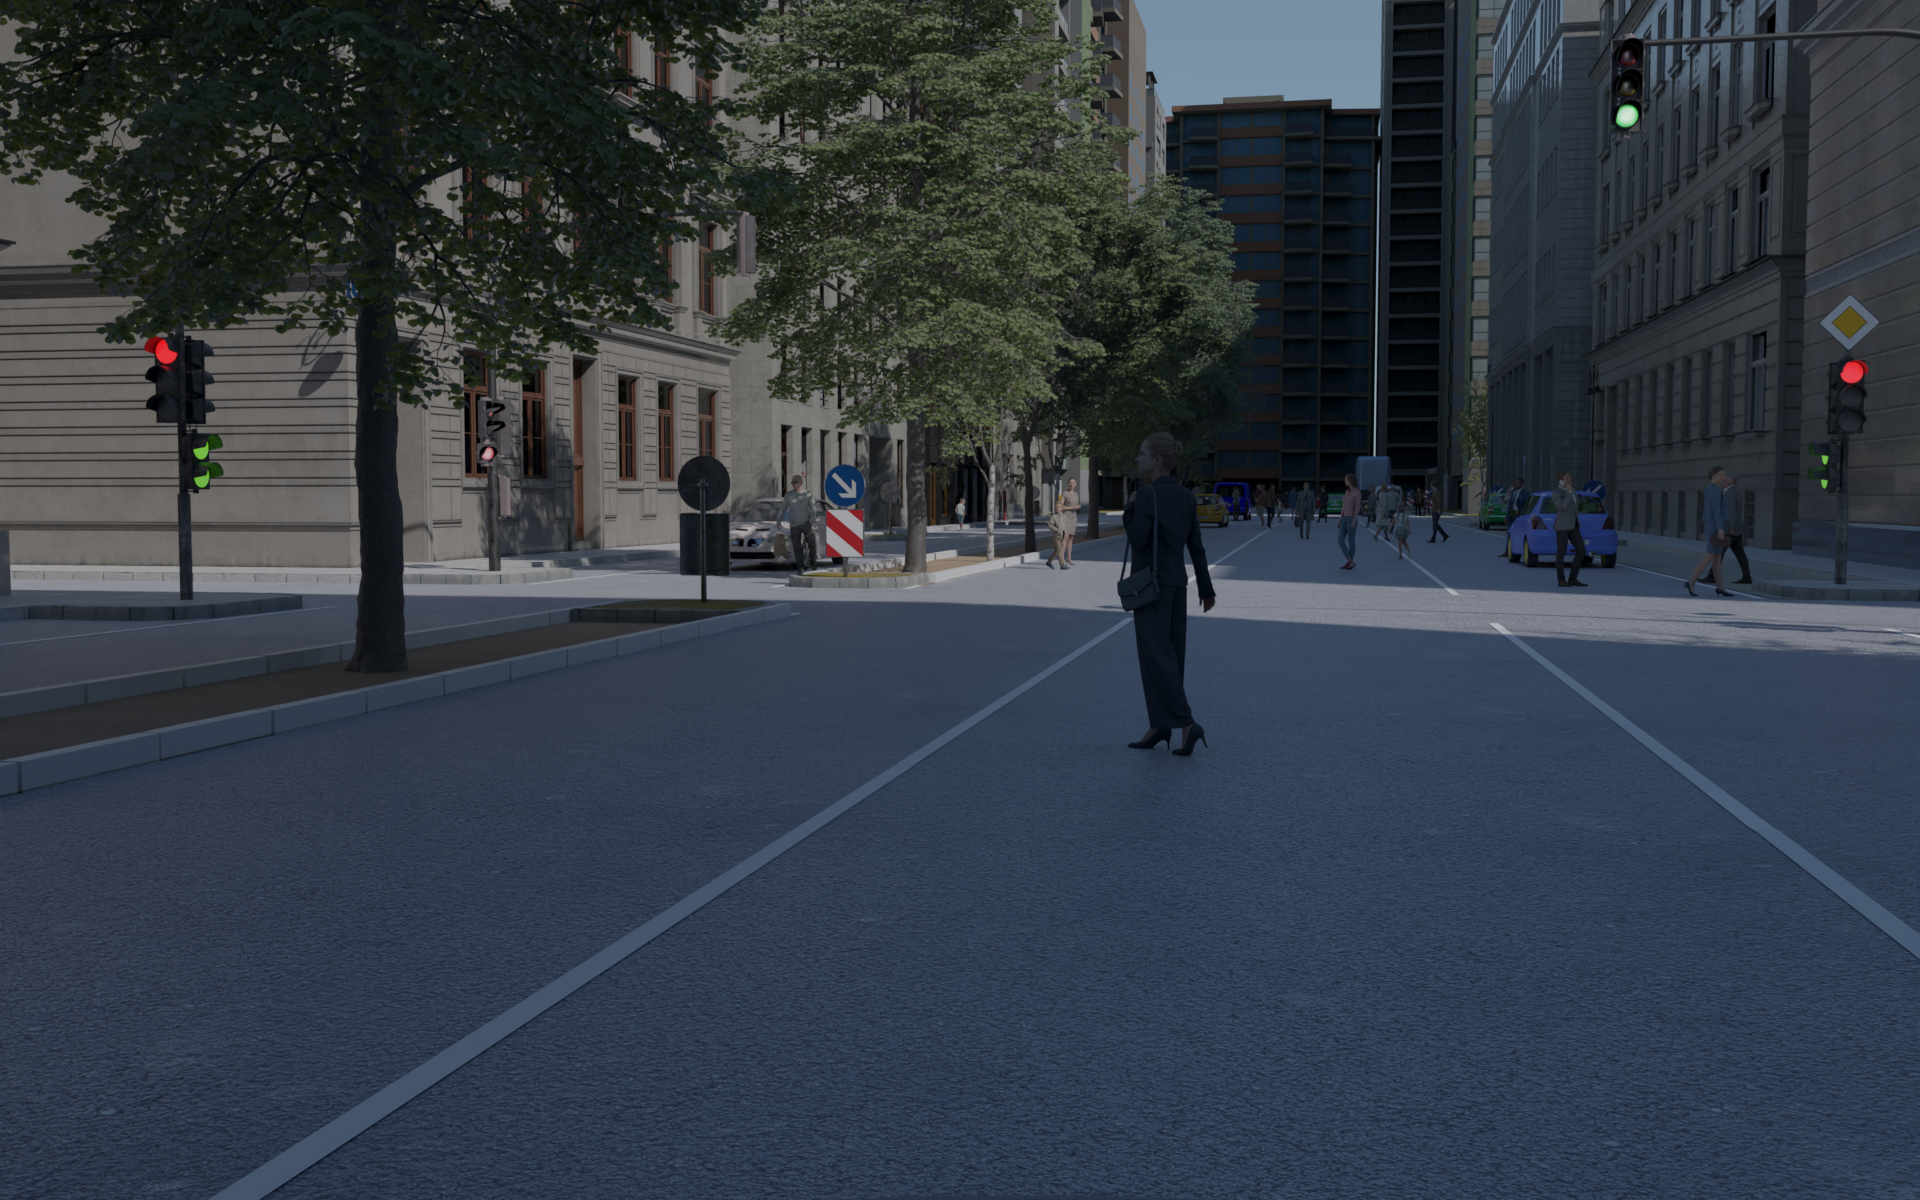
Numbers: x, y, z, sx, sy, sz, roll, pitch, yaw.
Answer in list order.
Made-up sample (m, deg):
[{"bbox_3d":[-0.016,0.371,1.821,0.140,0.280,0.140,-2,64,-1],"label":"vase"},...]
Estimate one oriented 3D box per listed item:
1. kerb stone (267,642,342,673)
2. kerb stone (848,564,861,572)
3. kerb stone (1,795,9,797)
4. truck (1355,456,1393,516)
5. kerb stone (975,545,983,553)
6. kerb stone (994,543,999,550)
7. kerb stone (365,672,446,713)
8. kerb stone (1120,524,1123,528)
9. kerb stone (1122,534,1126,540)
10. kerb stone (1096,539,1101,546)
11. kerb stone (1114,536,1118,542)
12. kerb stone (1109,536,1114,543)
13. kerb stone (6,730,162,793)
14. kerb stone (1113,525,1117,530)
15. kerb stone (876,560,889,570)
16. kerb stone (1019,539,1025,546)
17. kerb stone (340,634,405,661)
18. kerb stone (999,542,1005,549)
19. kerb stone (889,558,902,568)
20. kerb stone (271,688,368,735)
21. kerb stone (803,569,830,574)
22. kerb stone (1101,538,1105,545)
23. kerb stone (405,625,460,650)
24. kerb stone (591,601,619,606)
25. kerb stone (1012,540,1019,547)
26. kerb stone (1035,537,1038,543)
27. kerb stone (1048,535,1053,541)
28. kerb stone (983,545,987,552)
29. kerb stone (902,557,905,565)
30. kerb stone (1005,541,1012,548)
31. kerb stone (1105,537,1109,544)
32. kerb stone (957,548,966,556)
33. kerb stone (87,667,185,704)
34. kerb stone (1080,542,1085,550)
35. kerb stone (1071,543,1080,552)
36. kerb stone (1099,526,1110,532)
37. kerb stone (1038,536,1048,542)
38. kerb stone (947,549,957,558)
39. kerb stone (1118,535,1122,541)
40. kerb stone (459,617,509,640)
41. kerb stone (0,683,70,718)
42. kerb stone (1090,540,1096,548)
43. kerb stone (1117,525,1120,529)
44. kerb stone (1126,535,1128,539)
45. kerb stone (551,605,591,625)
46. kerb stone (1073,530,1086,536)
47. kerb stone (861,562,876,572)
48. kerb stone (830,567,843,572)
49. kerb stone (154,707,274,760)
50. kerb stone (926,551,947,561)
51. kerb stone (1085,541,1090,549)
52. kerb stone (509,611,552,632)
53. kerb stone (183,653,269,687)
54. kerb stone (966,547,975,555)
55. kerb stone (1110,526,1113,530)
[{"bbox_3d":[-5.447,0.484,14.279,0.120,0.150,1.000,1,4,12],"label":"kerb stone"},{"bbox_3d":[-1.987,-0.527,30.813,0.120,0.150,1.000,1,4,12],"label":"kerb stone"},{"bbox_3d":[-4.669,0.883,7.809,0.120,0.150,1.000,1,4,12],"label":"kerb stone"},{"bbox_3d":[28.354,-7.827,117.733,2.967,4.110,18.799,1,4,11],"label":"truck"},{"bbox_3d":[0.340,-1.200,41.858,0.120,0.150,1.000,1,4,12],"label":"kerb stone"},{"bbox_3d":[0.764,-1.325,43.860,0.120,0.150,1.000,1,4,12],"label":"kerb stone"},{"bbox_3d":[-3.826,0.638,11.811,0.120,0.150,1.000,1,4,12],"label":"kerb stone"},{"bbox_3d":[6.445,-2.982,70.955,0.120,0.150,1.000,1,4,12],"label":"kerb stone"},{"bbox_3d":[4.917,-1.913,53.465,0.120,0.150,1.000,1,4,12],"label":"kerb stone"},{"bbox_3d":[3.660,-1.541,47.434,0.120,0.150,1.000,1,4,12],"label":"kerb stone"},{"bbox_3d":[4.489,-1.790,51.455,0.120,0.150,1.000,1,4,12],"label":"kerb stone"},{"bbox_3d":[4.285,-1.728,50.453,0.120,0.150,1.000,1,4,12],"label":"kerb stone"},{"bbox_3d":[-4.454,0.819,8.808,0.120,0.150,1.000,1,4,12],"label":"kerb stone"},{"bbox_3d":[6.016,-2.860,68.950,0.120,0.150,1.000,1,4,12],"label":"kerb stone"},{"bbox_3d":[-1.565,-0.648,32.824,0.120,0.150,1.000,1,4,12],"label":"kerb stone"},{"bbox_3d":[1.596,-1.566,47.872,0.120,0.150,1.000,1,4,12],"label":"kerb stone"},{"bbox_3d":[-5.235,0.422,15.291,0.120,0.150,1.000,1,4,12],"label":"kerb stone"},{"bbox_3d":[0.961,-1.383,44.863,0.120,0.150,1.000,1,4,12],"label":"kerb stone"},{"bbox_3d":[-1.357,-0.712,33.836,0.120,0.150,1.000,1,4,12],"label":"kerb stone"},{"bbox_3d":[-4.035,0.698,10.809,0.120,0.150,1.000,1,4,12],"label":"kerb stone"},{"bbox_3d":[-2.399,-0.403,28.810,0.120,0.150,1.000,1,4,12],"label":"kerb stone"},{"bbox_3d":[3.862,-1.604,48.441,0.120,0.150,1.000,1,4,12],"label":"kerb stone"},{"bbox_3d":[-5.024,0.361,16.293,0.120,0.150,1.000,1,4,12],"label":"kerb stone"},{"bbox_3d":[-4.192,0.121,20.297,0.120,0.150,1.000,1,4,12],"label":"kerb stone"},{"bbox_3d":[1.389,-1.505,46.863,0.120,0.150,1.000,1,4,12],"label":"kerb stone"},{"bbox_3d":[2.021,-1.687,49.878,0.120,0.150,1.000,1,4,12],"label":"kerb stone"},{"bbox_3d":[2.652,-1.877,52.892,0.120,0.150,1.000,1,4,12],"label":"kerb stone"},{"bbox_3d":[0.550,-1.264,42.859,0.120,0.150,1.000,1,4,12],"label":"kerb stone"},{"bbox_3d":[-1.137,-0.773,34.838,0.120,0.150,1.000,1,4,12],"label":"kerb stone"},{"bbox_3d":[1.166,-1.448,45.865,0.120,0.150,1.000,1,4,12],"label":"kerb stone"},{"bbox_3d":[4.072,-1.666,49.446,0.120,0.150,1.000,1,4,12],"label":"kerb stone"},{"bbox_3d":[-0.087,-1.080,39.858,0.120,0.150,1.000,1,4,12],"label":"kerb stone"},{"bbox_3d":[-5.878,0.609,12.259,0.120,0.150,1.000,1,4,12],"label":"kerb stone"},{"bbox_3d":[3.027,-1.356,44.423,0.120,0.150,1.000,1,4,12],"label":"kerb stone"},{"bbox_3d":[2.811,-1.297,43.423,0.120,0.150,1.000,1,4,12],"label":"kerb stone"},{"bbox_3d":[5.597,-2.737,66.941,0.120,0.150,1.000,1,4,12],"label":"kerb stone"},{"bbox_3d":[2.435,-1.816,51.883,0.120,0.150,1.000,1,4,12],"label":"kerb stone"},{"bbox_3d":[-0.297,-1.019,38.850,0.120,0.150,1.000,1,4,12],"label":"kerb stone"},{"bbox_3d":[4.704,-1.851,52.455,0.120,0.150,1.000,1,4,12],"label":"kerb stone"},{"bbox_3d":[-4.820,0.301,17.296,0.120,0.150,1.000,1,4,12],"label":"kerb stone"},{"bbox_3d":[-6.091,0.669,11.255,0.120,0.150,1.000,1,4,12],"label":"kerb stone"},{"bbox_3d":[3.443,-1.483,46.435,0.120,0.150,1.000,1,4,12],"label":"kerb stone"},{"bbox_3d":[6.229,-2.921,69.956,0.120,0.150,1.000,1,4,12],"label":"kerb stone"},{"bbox_3d":[5.125,-1.974,54.471,0.120,0.150,1.000,1,4,12],"label":"kerb stone"},{"bbox_3d":[-4.399,0.177,19.296,0.120,0.150,1.000,1,4,12],"label":"kerb stone"},{"bbox_3d":[4.128,-2.307,59.909,0.120,0.150,1.000,1,4,12],"label":"kerb stone"},{"bbox_3d":[-1.770,-0.588,31.812,0.120,0.150,1.000,1,4,12],"label":"kerb stone"},{"bbox_3d":[-2.198,-0.463,29.813,0.120,0.150,1.000,1,4,12],"label":"kerb stone"},{"bbox_3d":[-4.251,0.758,9.810,0.120,0.150,1.000,1,4,12],"label":"kerb stone"},{"bbox_3d":[-0.508,-0.957,37.849,0.120,0.150,1.000,1,4,12],"label":"kerb stone"},{"bbox_3d":[3.230,-1.421,45.429,0.120,0.150,1.000,1,4,12],"label":"kerb stone"},{"bbox_3d":[-4.617,0.240,18.297,0.120,0.150,1.000,1,4,12],"label":"kerb stone"},{"bbox_3d":[-5.666,0.550,13.271,0.120,0.150,1.000,1,4,12],"label":"kerb stone"},{"bbox_3d":[0.129,-1.138,40.858,0.120,0.150,1.000,1,4,12],"label":"kerb stone"},{"bbox_3d":[5.803,-2.793,67.943,0.120,0.150,1.000,1,4,12],"label":"kerb stone"}]
